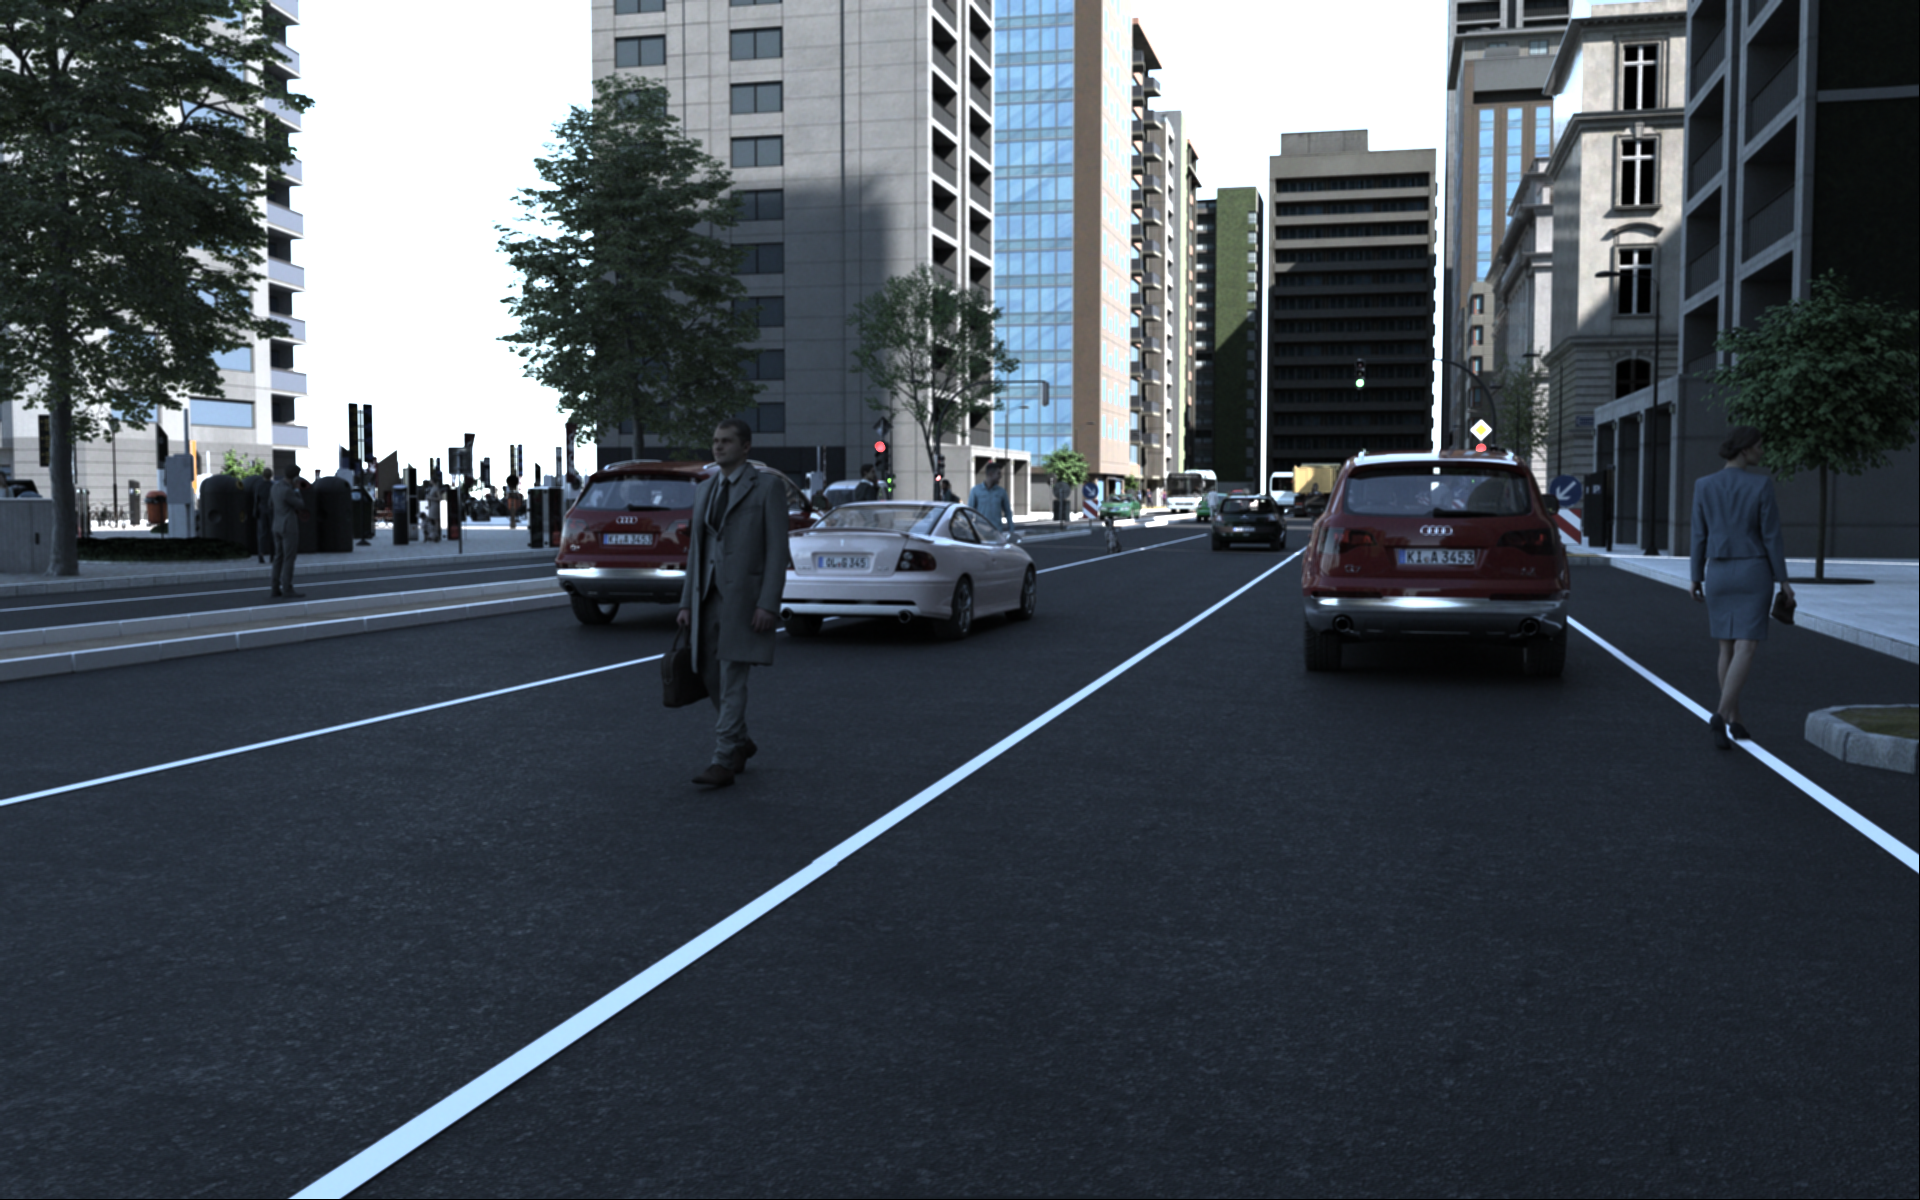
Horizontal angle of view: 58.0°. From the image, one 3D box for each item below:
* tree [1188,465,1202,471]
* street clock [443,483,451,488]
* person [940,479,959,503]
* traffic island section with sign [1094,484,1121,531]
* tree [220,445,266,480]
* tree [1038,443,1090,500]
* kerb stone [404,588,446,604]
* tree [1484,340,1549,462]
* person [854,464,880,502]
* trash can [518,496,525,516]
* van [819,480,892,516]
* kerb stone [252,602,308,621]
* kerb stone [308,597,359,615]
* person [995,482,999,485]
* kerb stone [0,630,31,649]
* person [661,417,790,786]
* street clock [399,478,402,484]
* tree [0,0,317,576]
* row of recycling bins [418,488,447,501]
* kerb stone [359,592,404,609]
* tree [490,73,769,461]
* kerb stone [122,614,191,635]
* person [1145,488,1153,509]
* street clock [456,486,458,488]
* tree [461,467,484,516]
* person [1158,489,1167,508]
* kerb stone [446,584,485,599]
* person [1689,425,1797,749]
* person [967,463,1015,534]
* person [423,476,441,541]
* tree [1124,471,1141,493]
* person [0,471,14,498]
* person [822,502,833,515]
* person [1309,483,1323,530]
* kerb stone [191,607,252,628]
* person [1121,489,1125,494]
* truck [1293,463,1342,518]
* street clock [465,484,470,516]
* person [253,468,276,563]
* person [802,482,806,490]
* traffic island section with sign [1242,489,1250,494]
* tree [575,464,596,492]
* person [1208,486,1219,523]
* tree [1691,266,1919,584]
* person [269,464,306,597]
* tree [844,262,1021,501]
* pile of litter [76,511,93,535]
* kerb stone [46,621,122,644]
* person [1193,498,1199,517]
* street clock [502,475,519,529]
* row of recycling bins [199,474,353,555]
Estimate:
[{"bbox_3d":[26.331,-12.853,193.856,4.285,4.588,4.351,0,3,0],"label":"tree"},{"bbox_3d":[-34.308,-6.804,115.816,0.358,2.002,0.471,2,4,31],"label":"street clock"},{"bbox_3d":[-0.371,-2.336,46.686,0.713,1.824,0.794,1,4,10],"label":"person"},{"bbox_3d":[5.273,-3.697,68.586,2.006,1.907,1.989,1,4,14],"label":"traffic island section with sign"},{"bbox_3d":[-28.460,-4.471,67.704,1.663,3.219,1.824,0,3,0],"label":"tree"},{"bbox_3d":[6.596,-7.712,109.800,4.285,4.588,4.351,0,3,0],"label":"tree"},{"bbox_3d":[-7.139,-0.041,22.874,0.120,0.150,1.000,1,4,14],"label":"kerb stone"},{"bbox_3d":[27.319,-8.170,83.943,4.737,8.622,4.395,0,3,0],"label":"tree"},{"bbox_3d":[-1.367,-1.168,26.959,0.474,1.900,0.648,-3,4,-36],"label":"person"},{"bbox_3d":[-26.118,-5.550,102.391,0.748,1.137,0.748,0,3,0],"label":"trash can"},{"bbox_3d":[-3.142,-2.624,49.920,2.013,2.044,4.112,1,4,13],"label":"van"},{"bbox_3d":[-7.878,0.141,19.897,0.120,0.150,1.000,1,4,14],"label":"kerb stone"},{"bbox_3d":[-7.628,0.080,20.888,0.120,0.150,1.000,1,4,14],"label":"kerb stone"},{"bbox_3d":[0.761,-1.710,36.271,0.447,1.846,0.655,2,4,25],"label":"person"},{"bbox_3d":[-8.857,0.383,15.926,0.120,0.150,1.000,1,4,14],"label":"kerb stone"},{"bbox_3d":[-1.183,-0.004,8.662,0.694,1.812,0.767,2,4,30],"label":"person"},{"bbox_3d":[-24.129,-4.323,75.246,0.358,2.002,0.471,2,4,25],"label":"street clock"},{"bbox_3d":[-14.224,-6.679,27.332,7.486,12.596,7.792,0,3,0],"label":"tree"},{"bbox_3d":[-33.328,-6.344,110.829,1.069,1.692,3.534,3,5,40],"label":"row of recycling bins"},{"bbox_3d":[-7.390,0.019,21.883,0.120,0.150,1.000,1,4,14],"label":"kerb stone"},{"bbox_3d":[-9.315,-7.926,47.714,7.486,12.596,7.792,0,3,0],"label":"tree"},{"bbox_3d":[-8.369,0.265,17.913,0.120,0.150,1.000,1,4,14],"label":"kerb stone"},{"bbox_3d":[15.901,-8.489,145.286,0.683,1.767,0.568,0,4,5],"label":"person"},{"bbox_3d":[-45.165,-9.259,155.947,0.358,2.002,0.471,2,4,31],"label":"street clock"},{"bbox_3d":[-29.375,-6.641,103.190,1.663,3.219,1.824,0,3,0],"label":"tree"},{"bbox_3d":[19.256,-9.590,163.524,1.217,1.739,0.721,0,4,7],"label":"person"},{"bbox_3d":[-6.892,-0.102,23.866,0.120,0.150,1.000,1,4,14],"label":"kerb stone"},{"bbox_3d":[4.402,-0.083,9.887,0.654,1.822,0.581,-2,4,-33],"label":"person"},{"bbox_3d":[0.401,-0.874,22.651,0.638,1.841,0.748,0,4,6],"label":"person"},{"bbox_3d":[-14.313,-2.483,46.976,0.374,1.781,0.599,-3,4,-39],"label":"person"},{"bbox_3d":[14.185,-9.086,143.164,1.663,3.219,1.824,0,3,0],"label":"tree"},{"bbox_3d":[-17.319,-1.484,31.313,0.512,1.701,0.522,0,4,2],"label":"person"},{"bbox_3d":[-2.221,-1.051,29.931,0.590,1.304,0.306,-2,4,-28],"label":"person"},{"bbox_3d":[11.759,-2.945,56.928,0.520,1.790,0.573,-1,4,-15],"label":"person"},{"bbox_3d":[-8.124,0.204,18.906,0.120,0.150,1.000,1,4,14],"label":"kerb stone"},{"bbox_3d":[10.596,-6.358,112.996,0.362,1.759,0.519,-3,5,-41],"label":"person"},{"bbox_3d":[22.601,-6.913,108.955,3.469,3.379,9.791,1,4,15],"label":"truck"},{"bbox_3d":[-28.942,-5.940,101.683,0.358,2.002,0.471,0,4,3],"label":"street clock"},{"bbox_3d":[-12.872,-1.579,32.275,0.576,1.772,0.534,-1,4,-22],"label":"person"},{"bbox_3d":[-6.654,-4.244,75.414,0.713,1.824,0.794,3,4,38],"label":"person"},{"bbox_3d":[23.299,-8.159,141.538,2.006,1.907,1.989,1,4,14],"label":"traffic island section with sign"},{"bbox_3d":[-24.389,-7.054,109.941,1.663,3.219,1.824,0,3,0],"label":"tree"},{"bbox_3d":[12.640,-4.773,86.409,0.514,1.842,0.818,0,4,-4],"label":"person"},{"bbox_3d":[12.470,-2.537,25.188,4.285,4.588,4.351,0,3,0],"label":"tree"},{"bbox_3d":[-9.356,-0.969,24.146,0.655,1.846,0.447,3,4,39],"label":"person"},{"bbox_3d":[-1.249,-9.373,79.002,9.928,11.665,9.643,0,3,0],"label":"tree"},{"bbox_3d":[-28.214,-2.487,54.629,1.719,0.858,1.176,-3,5,-42],"label":"pile of litter"},{"bbox_3d":[-8.615,0.323,16.919,0.120,0.150,1.000,1,4,14],"label":"kerb stone"},{"bbox_3d":[14.402,-5.608,105.206,0.505,1.210,0.382,2,4,35],"label":"person"},{"bbox_3d":[-16.564,-3.643,64.129,0.471,2.002,0.358,-1,4,-23],"label":"street clock"},{"bbox_3d":[-14.619,-1.831,37.052,1.069,1.692,3.534,2,4,32],"label":"row of recycling bins"}]
